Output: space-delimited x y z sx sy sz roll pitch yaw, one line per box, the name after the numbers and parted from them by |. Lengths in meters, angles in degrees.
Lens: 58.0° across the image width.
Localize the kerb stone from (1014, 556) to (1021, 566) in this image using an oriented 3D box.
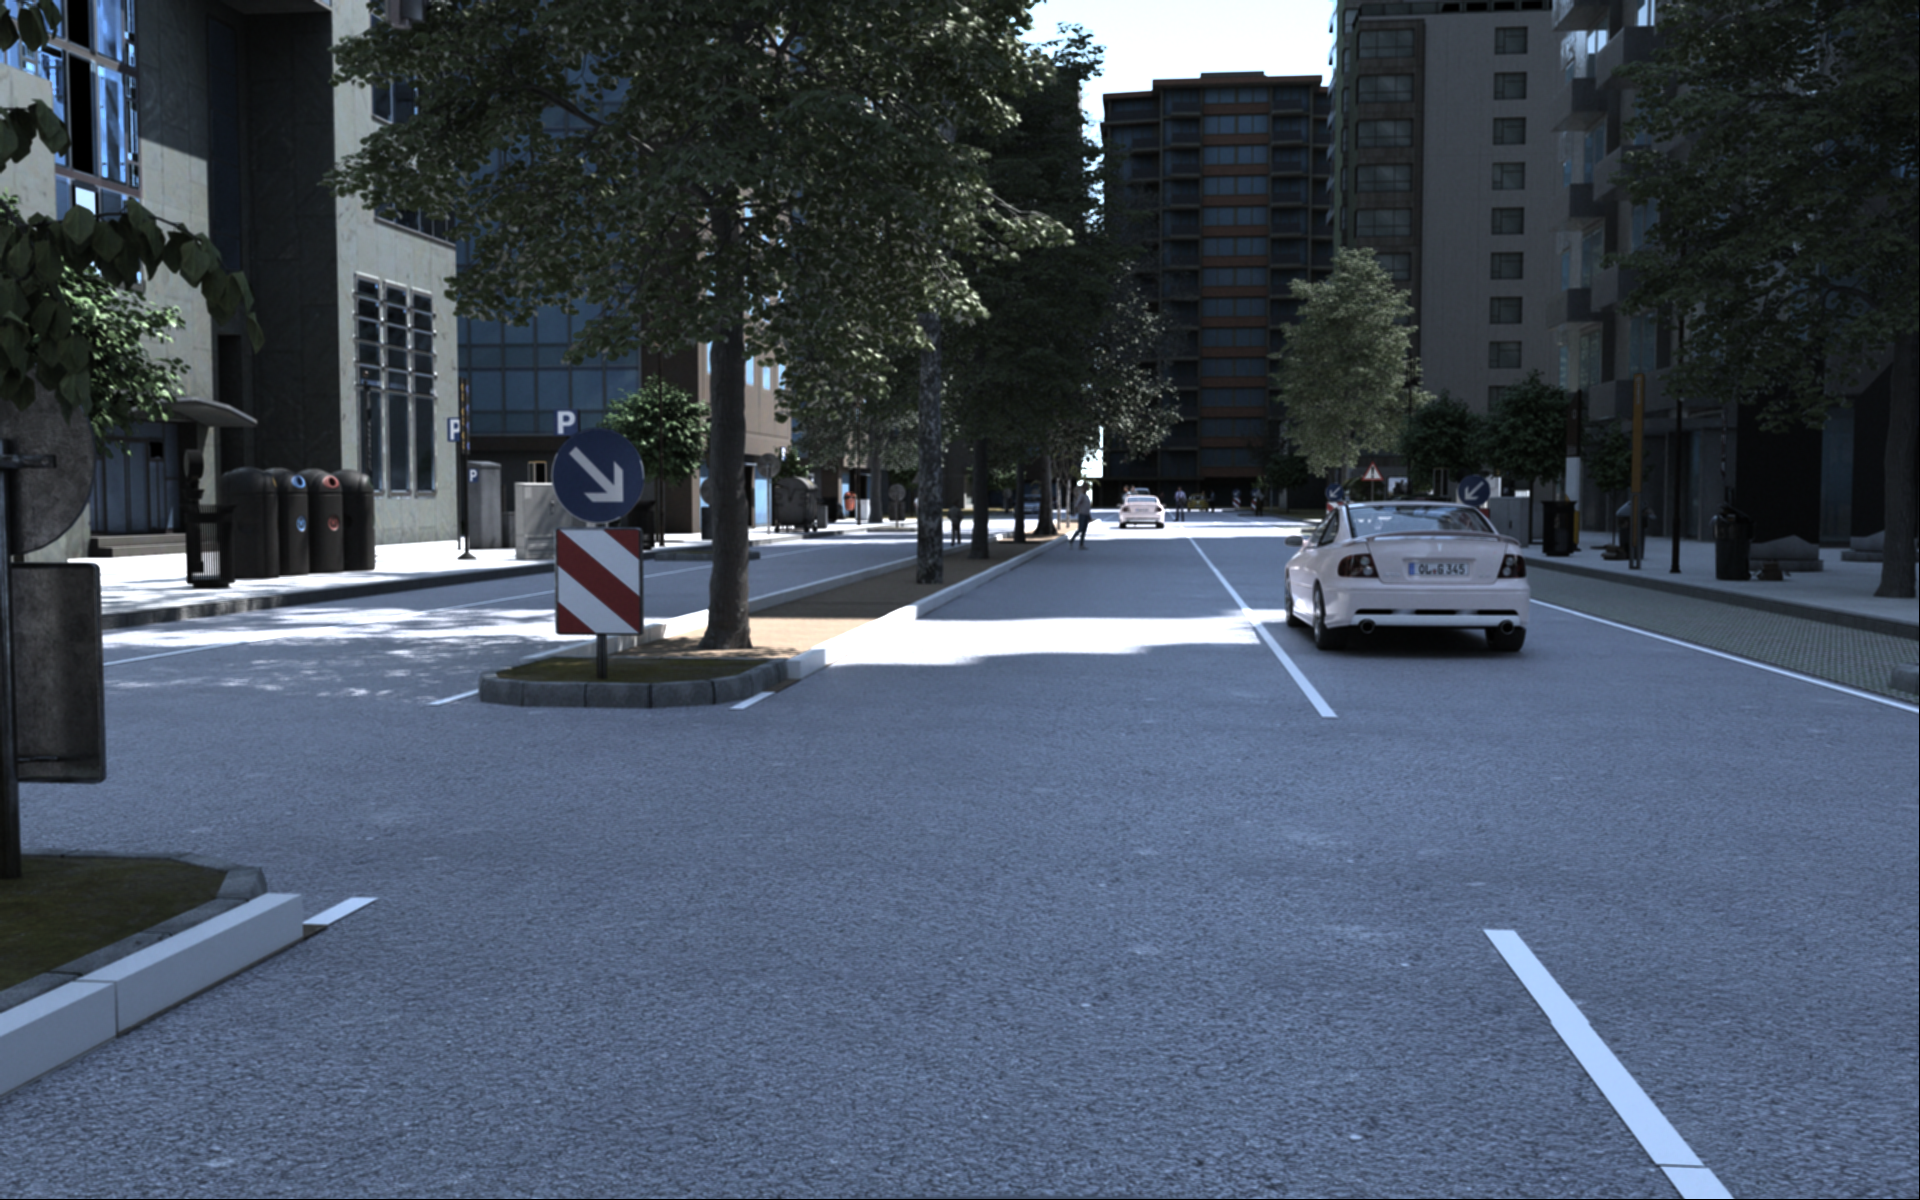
1.060 -0.732 34.170 0.120 0.150 1.000 0 4 6 | kerb stone

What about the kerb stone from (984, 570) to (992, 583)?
0.372 -0.355 28.074 0.120 0.150 1.000 0 4 6 | kerb stone

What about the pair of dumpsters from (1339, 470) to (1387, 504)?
16.556 -4.208 71.289 1.574 2.255 4.437 0 4 6 | pair of dumpsters

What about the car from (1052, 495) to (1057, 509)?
8.289 -9.095 161.278 1.945 1.354 3.894 0 4 6 | car

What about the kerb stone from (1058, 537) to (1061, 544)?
2.668 -1.604 48.435 0.120 0.150 1.000 0 4 6 | kerb stone

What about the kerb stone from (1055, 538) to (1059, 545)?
2.558 -1.543 47.416 0.120 0.150 1.000 0 4 6 | kerb stone

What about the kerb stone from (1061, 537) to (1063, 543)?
2.780 -1.665 49.456 0.120 0.150 1.000 0 4 6 | kerb stone

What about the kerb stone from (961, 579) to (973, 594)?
0.036 -0.173 25.025 0.120 0.150 1.000 0 4 6 | kerb stone

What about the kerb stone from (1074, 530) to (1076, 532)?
3.700 -2.165 57.600 0.120 0.150 1.000 0 4 6 | kerb stone

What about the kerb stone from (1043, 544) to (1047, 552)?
1.980 -1.228 42.322 0.120 0.150 1.000 0 4 6 | kerb stone

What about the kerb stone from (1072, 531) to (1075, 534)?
3.590 -2.103 56.580 0.120 0.150 1.000 0 4 6 | kerb stone

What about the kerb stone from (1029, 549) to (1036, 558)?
1.518 -0.981 38.241 0.120 0.150 1.000 0 4 6 | kerb stone

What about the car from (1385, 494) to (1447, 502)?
10.961 -1.970 41.999 2.009 1.686 4.222 0 4 7 | car

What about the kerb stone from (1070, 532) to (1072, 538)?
3.354 -1.978 54.543 0.120 0.150 1.000 0 4 6 | kerb stone

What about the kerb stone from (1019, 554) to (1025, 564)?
1.174 -0.795 35.192 0.120 0.150 1.000 0 4 6 | kerb stone

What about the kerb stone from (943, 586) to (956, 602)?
-0.205 -0.049 22.995 0.120 0.150 1.000 0 4 6 | kerb stone

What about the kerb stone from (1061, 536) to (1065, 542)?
2.892 -1.729 50.472 0.120 0.150 1.000 0 4 6 | kerb stone

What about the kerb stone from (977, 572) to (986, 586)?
0.255 -0.297 27.058 0.120 0.150 1.000 0 4 6 | kerb stone

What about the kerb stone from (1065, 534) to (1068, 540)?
3.120 -1.853 52.508 0.120 0.150 1.000 0 4 6 | kerb stone

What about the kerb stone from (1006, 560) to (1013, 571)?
0.836 -0.608 32.138 0.120 0.150 1.000 0 4 6 | kerb stone

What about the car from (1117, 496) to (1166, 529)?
7.662 -3.719 73.161 2.083 1.381 4.827 0 4 5 | car

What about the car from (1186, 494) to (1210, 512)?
19.674 -8.132 143.186 2.015 1.641 3.980 0 4 7 | car

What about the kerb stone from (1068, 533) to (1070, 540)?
3.235 -1.915 53.526 0.120 0.150 1.000 0 4 6 | kerb stone

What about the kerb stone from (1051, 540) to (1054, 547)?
2.320 -1.418 45.376 0.120 0.150 1.000 0 4 6 | kerb stone

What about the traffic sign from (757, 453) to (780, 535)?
-5.993 -3.307 54.178 0.768 2.556 0.104 1 4 10 | traffic sign

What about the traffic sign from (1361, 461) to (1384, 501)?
16.281 -4.181 68.370 0.884 2.594 0.081 1 4 15 | traffic sign

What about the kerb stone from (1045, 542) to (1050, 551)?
2.097 -1.293 43.339 0.120 0.150 1.000 0 4 6 | kerb stone

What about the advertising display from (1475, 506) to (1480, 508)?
18.619 -3.501 62.452 0.123 1.923 0.974 1 4 8 | advertising display

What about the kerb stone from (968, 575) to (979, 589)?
0.145 -0.232 26.042 0.120 0.150 1.000 0 4 6 | kerb stone

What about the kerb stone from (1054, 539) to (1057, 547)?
2.437 -1.475 46.401 0.120 0.150 1.000 0 4 6 | kerb stone

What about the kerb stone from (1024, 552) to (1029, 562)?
1.286 -0.854 36.208 0.120 0.150 1.000 0 4 6 | kerb stone

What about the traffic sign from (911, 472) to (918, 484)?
-2.043 -5.375 87.877 0.884 2.594 0.081 0 4 8 | traffic sign

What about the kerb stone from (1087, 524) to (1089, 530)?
4.958 -2.850 68.794 0.120 0.150 1.000 0 4 6 | kerb stone

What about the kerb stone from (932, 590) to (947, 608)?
-0.313 0.013 21.978 0.120 0.150 1.000 0 4 6 | kerb stone

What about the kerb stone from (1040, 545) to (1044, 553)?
1.860 -1.169 41.305 0.120 0.150 1.000 0 4 6 | kerb stone

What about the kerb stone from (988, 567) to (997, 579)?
0.478 -0.413 29.091 0.120 0.150 1.000 0 4 6 | kerb stone

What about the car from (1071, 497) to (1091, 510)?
10.623 -8.688 154.416 2.083 1.381 4.827 0 4 6 | car

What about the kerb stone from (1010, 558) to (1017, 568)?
0.943 -0.662 33.155 0.120 0.150 1.000 0 4 6 | kerb stone

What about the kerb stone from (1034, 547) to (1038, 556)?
1.620 -1.044 39.261 0.120 0.150 1.000 0 4 6 | kerb stone

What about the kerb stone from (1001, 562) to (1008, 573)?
0.711 -0.544 31.122 0.120 0.150 1.000 0 4 6 | kerb stone

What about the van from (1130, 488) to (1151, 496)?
12.360 -6.853 119.061 2.013 2.044 4.112 0 4 6 | van

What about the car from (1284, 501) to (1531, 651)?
4.330 -0.297 17.226 2.083 1.381 4.827 0 4 5 | car

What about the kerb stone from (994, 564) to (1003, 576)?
0.591 -0.484 30.106 0.120 0.150 1.000 0 4 6 | kerb stone

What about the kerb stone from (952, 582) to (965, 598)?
-0.087 -0.109 24.011 0.120 0.150 1.000 0 4 6 | kerb stone

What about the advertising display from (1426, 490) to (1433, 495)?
22.598 -4.768 83.164 0.123 1.923 0.974 0 4 -6 | advertising display

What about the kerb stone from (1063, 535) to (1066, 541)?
2.999 -1.792 51.489 0.120 0.150 1.000 0 4 6 | kerb stone

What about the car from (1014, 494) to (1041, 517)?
4.335 -5.740 105.846 2.014 1.417 4.499 0 4 8 | car

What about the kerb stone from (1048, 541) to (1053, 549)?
2.218 -1.356 44.358 0.120 0.150 1.000 0 4 6 | kerb stone

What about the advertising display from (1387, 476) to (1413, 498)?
15.786 -3.485 62.196 0.974 1.923 0.123 3 5 43 | advertising display

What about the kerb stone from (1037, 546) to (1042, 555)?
1.747 -1.096 40.285 0.120 0.150 1.000 0 4 6 | kerb stone

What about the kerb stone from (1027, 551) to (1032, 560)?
1.405 -0.915 37.223 0.120 0.150 1.000 0 4 6 | kerb stone
